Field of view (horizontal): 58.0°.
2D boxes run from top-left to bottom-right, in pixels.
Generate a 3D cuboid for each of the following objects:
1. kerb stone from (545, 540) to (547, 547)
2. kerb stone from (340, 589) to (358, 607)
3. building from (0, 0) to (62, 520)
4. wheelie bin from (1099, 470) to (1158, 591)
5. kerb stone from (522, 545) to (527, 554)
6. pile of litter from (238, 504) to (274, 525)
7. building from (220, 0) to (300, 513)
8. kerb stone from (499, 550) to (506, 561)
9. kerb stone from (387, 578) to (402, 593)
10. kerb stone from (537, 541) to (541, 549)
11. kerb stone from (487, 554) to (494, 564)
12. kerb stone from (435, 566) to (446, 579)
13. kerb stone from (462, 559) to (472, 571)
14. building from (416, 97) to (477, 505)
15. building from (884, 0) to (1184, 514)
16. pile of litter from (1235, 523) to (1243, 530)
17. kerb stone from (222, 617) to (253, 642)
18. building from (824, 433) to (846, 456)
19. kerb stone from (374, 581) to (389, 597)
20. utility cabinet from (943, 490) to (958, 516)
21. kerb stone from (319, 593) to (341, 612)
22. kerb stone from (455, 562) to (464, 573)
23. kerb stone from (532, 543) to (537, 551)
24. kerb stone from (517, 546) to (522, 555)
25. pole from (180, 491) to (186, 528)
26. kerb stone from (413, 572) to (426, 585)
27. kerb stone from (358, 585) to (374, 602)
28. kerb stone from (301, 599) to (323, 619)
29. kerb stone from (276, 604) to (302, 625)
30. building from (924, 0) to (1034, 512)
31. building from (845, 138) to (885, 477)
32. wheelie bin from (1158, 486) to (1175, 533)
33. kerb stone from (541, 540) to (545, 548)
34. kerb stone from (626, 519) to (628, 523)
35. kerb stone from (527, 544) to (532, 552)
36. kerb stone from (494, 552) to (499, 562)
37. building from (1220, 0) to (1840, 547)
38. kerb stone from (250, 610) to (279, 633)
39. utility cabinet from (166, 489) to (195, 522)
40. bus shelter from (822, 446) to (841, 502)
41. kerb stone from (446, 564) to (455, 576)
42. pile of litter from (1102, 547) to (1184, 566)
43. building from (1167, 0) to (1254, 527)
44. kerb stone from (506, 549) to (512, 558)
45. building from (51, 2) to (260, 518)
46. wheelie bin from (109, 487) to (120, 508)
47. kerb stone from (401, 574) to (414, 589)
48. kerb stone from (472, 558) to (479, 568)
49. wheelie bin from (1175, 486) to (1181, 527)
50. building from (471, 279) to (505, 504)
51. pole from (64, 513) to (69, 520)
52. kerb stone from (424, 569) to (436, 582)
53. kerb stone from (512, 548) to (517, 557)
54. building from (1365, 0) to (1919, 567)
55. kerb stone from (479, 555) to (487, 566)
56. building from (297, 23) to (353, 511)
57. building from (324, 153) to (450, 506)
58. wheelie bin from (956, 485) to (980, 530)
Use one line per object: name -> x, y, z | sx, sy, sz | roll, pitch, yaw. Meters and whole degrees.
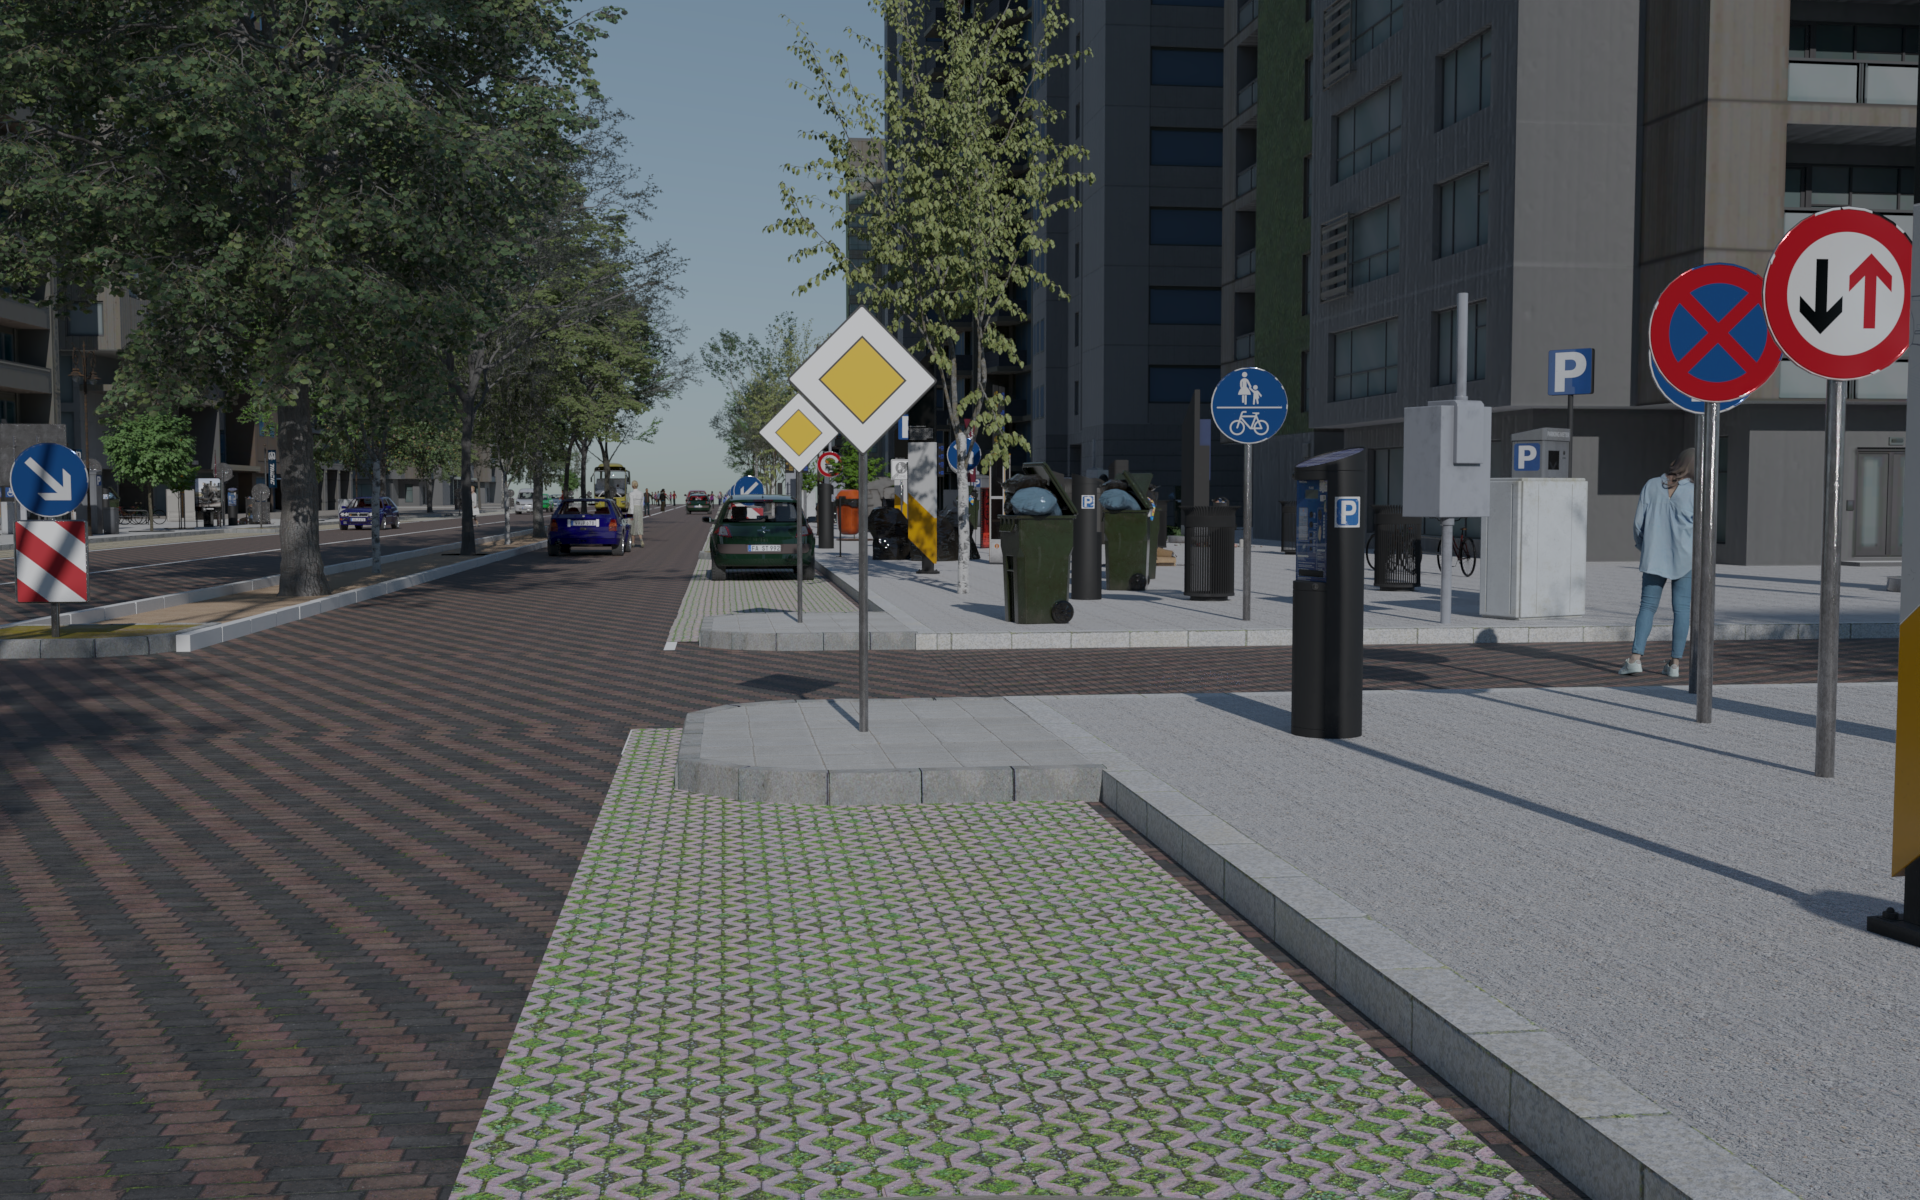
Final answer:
kerb stone -> -11.271, -1.500, 46.723 | 0.120, 0.150, 1.000 | 0, 4, -8
kerb stone -> -7.960, -0.008, 22.333 | 0.120, 0.150, 1.000 | 0, 4, -8
building -> -51.903, -27.259, 69.380 | 21.300, 48.544, 21.600 | 0, 4, -8
wheelie bin -> 2.222, -0.933, 23.164 | 0.693, 1.594, 0.980 | 1, 4, 10
kerb stone -> -10.579, -1.189, 41.639 | 0.120, 0.150, 1.000 | 0, 4, -8
pile of litter -> -29.803, -3.601, 72.834 | 1.719, 0.858, 1.176 | -1, 4, -13
building -> -54.763, -28.765, 120.423 | 14.600, 45.320, 14.200 | 0, 4, -8
kerb stone -> -10.022, -0.941, 37.574 | 0.120, 0.150, 1.000 | 0, 4, -8
kerb stone -> -8.366, -0.195, 25.387 | 0.120, 0.150, 1.000 | 0, 4, -8
kerb stone -> -11.000, -1.374, 44.692 | 0.120, 0.150, 1.000 | 0, 4, -8
kerb stone -> -9.753, -0.811, 35.544 | 0.120, 0.150, 1.000 | 0, 4, -8
kerb stone -> -8.924, -0.444, 29.456 | 0.120, 0.150, 1.000 | 0, 4, -8
kerb stone -> -9.344, -0.631, 32.504 | 0.120, 0.150, 1.000 | 0, 4, -8
building -> -71.759, -35.972, 207.753 | 23.786, 49.044, 30.456 | 0, 4, -8
building -> 4.253, -36.800, 143.683 | 21.231, 58.520, 28.212 | 0, 4, -8
pile of litter -> 9.391, -2.927, 61.824 | 1.719, 0.858, 1.176 | 1, 4, 16
kerb stone -> -7.267, 0.304, 17.257 | 0.120, 0.150, 1.000 | 0, 4, -8
building -> -4.405, -24.115, 239.314 | 27.650, 21.520, 28.899 | 0, 4, -8
kerb stone -> -8.233, -0.128, 24.374 | 0.120, 0.150, 1.000 | 0, 4, -8
utility cabinet -> -0.289, -4.925, 89.208 | 1.173, 1.500, 0.318 | 3, 4, 36
kerb stone -> -7.819, 0.055, 21.320 | 0.120, 0.150, 1.000 | 0, 4, -8
kerb stone -> -9.203, -0.562, 31.492 | 0.120, 0.150, 1.000 | 0, 4, -8
kerb stone -> -10.859, -1.314, 43.672 | 0.120, 0.150, 1.000 | 0, 4, -8
kerb stone -> -10.447, -1.120, 40.622 | 0.120, 0.150, 1.000 | 0, 4, -8
pole -> -29.061, -4.333, 64.693 | 0.158, 3.312, 0.155 | 0, 3, 0
kerb stone -> -8.649, -0.319, 27.421 | 0.120, 0.150, 1.000 | 0, 4, -8
kerb stone -> -8.096, -0.071, 23.361 | 0.120, 0.150, 1.000 | 0, 4, -8
kerb stone -> -7.677, 0.120, 20.300 | 0.120, 0.150, 1.000 | 0, 4, -8
kerb stone -> -7.545, 0.178, 19.286 | 0.120, 0.150, 1.000 | 0, 4, -8
building -> 9.237, -28.219, 116.012 | 22.147, 44.769, 28.867 | 0, 4, -8
building -> -6.416, -31.735, 202.465 | 14.154, 41.232, 14.086 | 0, 4, -8
wheelie bin -> 2.598, -1.115, 26.141 | 0.980, 1.594, 0.693 | 3, 4, 37
kerb stone -> -11.132, -1.436, 45.705 | 0.120, 0.150, 1.000 | 0, 4, -8
kerb stone -> -17.066, -4.109, 89.376 | 0.120, 0.150, 1.000 | 0, 4, -8
kerb stone -> -10.721, -1.252, 42.659 | 0.120, 0.150, 1.000 | 0, 4, -8
kerb stone -> -9.903, -0.879, 36.559 | 0.120, 0.150, 1.000 | 0, 4, -8
building -> 15.159, -22.488, 51.274 | 14.154, 41.232, 14.086 | 0, 4, -8
kerb stone -> -7.406, 0.243, 18.274 | 0.120, 0.150, 1.000 | 0, 4, -8
utility cabinet -> -35.892, -4.348, 79.775 | 1.173, 1.500, 0.318 | -2, 4, -33
bus shelter -> -6.206, -5.844, 86.838 | 1.731, 3.624, 6.357 | 0, 4, -8
kerb stone -> -9.065, -0.506, 30.474 | 0.120, 0.150, 1.000 | 0, 4, -8
pile of litter -> 3.367, -1.037, 30.918 | 1.719, 0.858, 1.176 | 0, 4, 2
building -> 13.996, -32.902, 79.950 | 21.231, 58.520, 28.212 | 0, 4, -8
kerb stone -> -10.163, -1.003, 38.591 | 0.120, 0.150, 1.000 | 0, 4, -8
building -> -58.039, -31.163, 98.754 | 28.713, 52.752, 27.495 | 0, 4, -8
wheelie bin -> -36.442, -4.062, 74.326 | 0.693, 1.594, 0.980 | -2, 4, -33
kerb stone -> -8.507, -0.257, 26.400 | 0.120, 0.150, 1.000 | 0, 4, -8
kerb stone -> -9.482, -0.692, 33.517 | 0.120, 0.150, 1.000 | 0, 4, -8
wheelie bin -> 8.216, -3.447, 64.272 | 0.980, 1.594, 0.693 | 0, 4, 0
building -> -68.714, -33.473, 230.871 | 14.154, 41.232, 14.086 | 0, 4, -8
pole -> -44.768, -5.676, 86.640 | 0.158, 3.312, 0.155 | 0, 3, 0
kerb stone -> -8.788, -0.382, 28.440 | 0.120, 0.150, 1.000 | 0, 4, -8
kerb stone -> -10.310, -1.065, 39.602 | 0.120, 0.150, 1.000 | 0, 4, -8
building -> 16.217, -21.509, 35.261 | 14.086, 41.232, 14.154 | 0, 4, -8
kerb stone -> -9.609, -0.754, 34.531 | 0.120, 0.150, 1.000 | 0, 4, -8
building -> -60.116, -42.703, 136.441 | 20.563, 71.187, 20.611 | 0, 4, -8
building -> -63.621, -30.769, 186.660 | 14.154, 41.232, 14.086 | 0, 4, -8
wheelie bin -> 0.288, -3.339, 62.503 | 0.693, 1.594, 0.980 | -3, 4, -38
